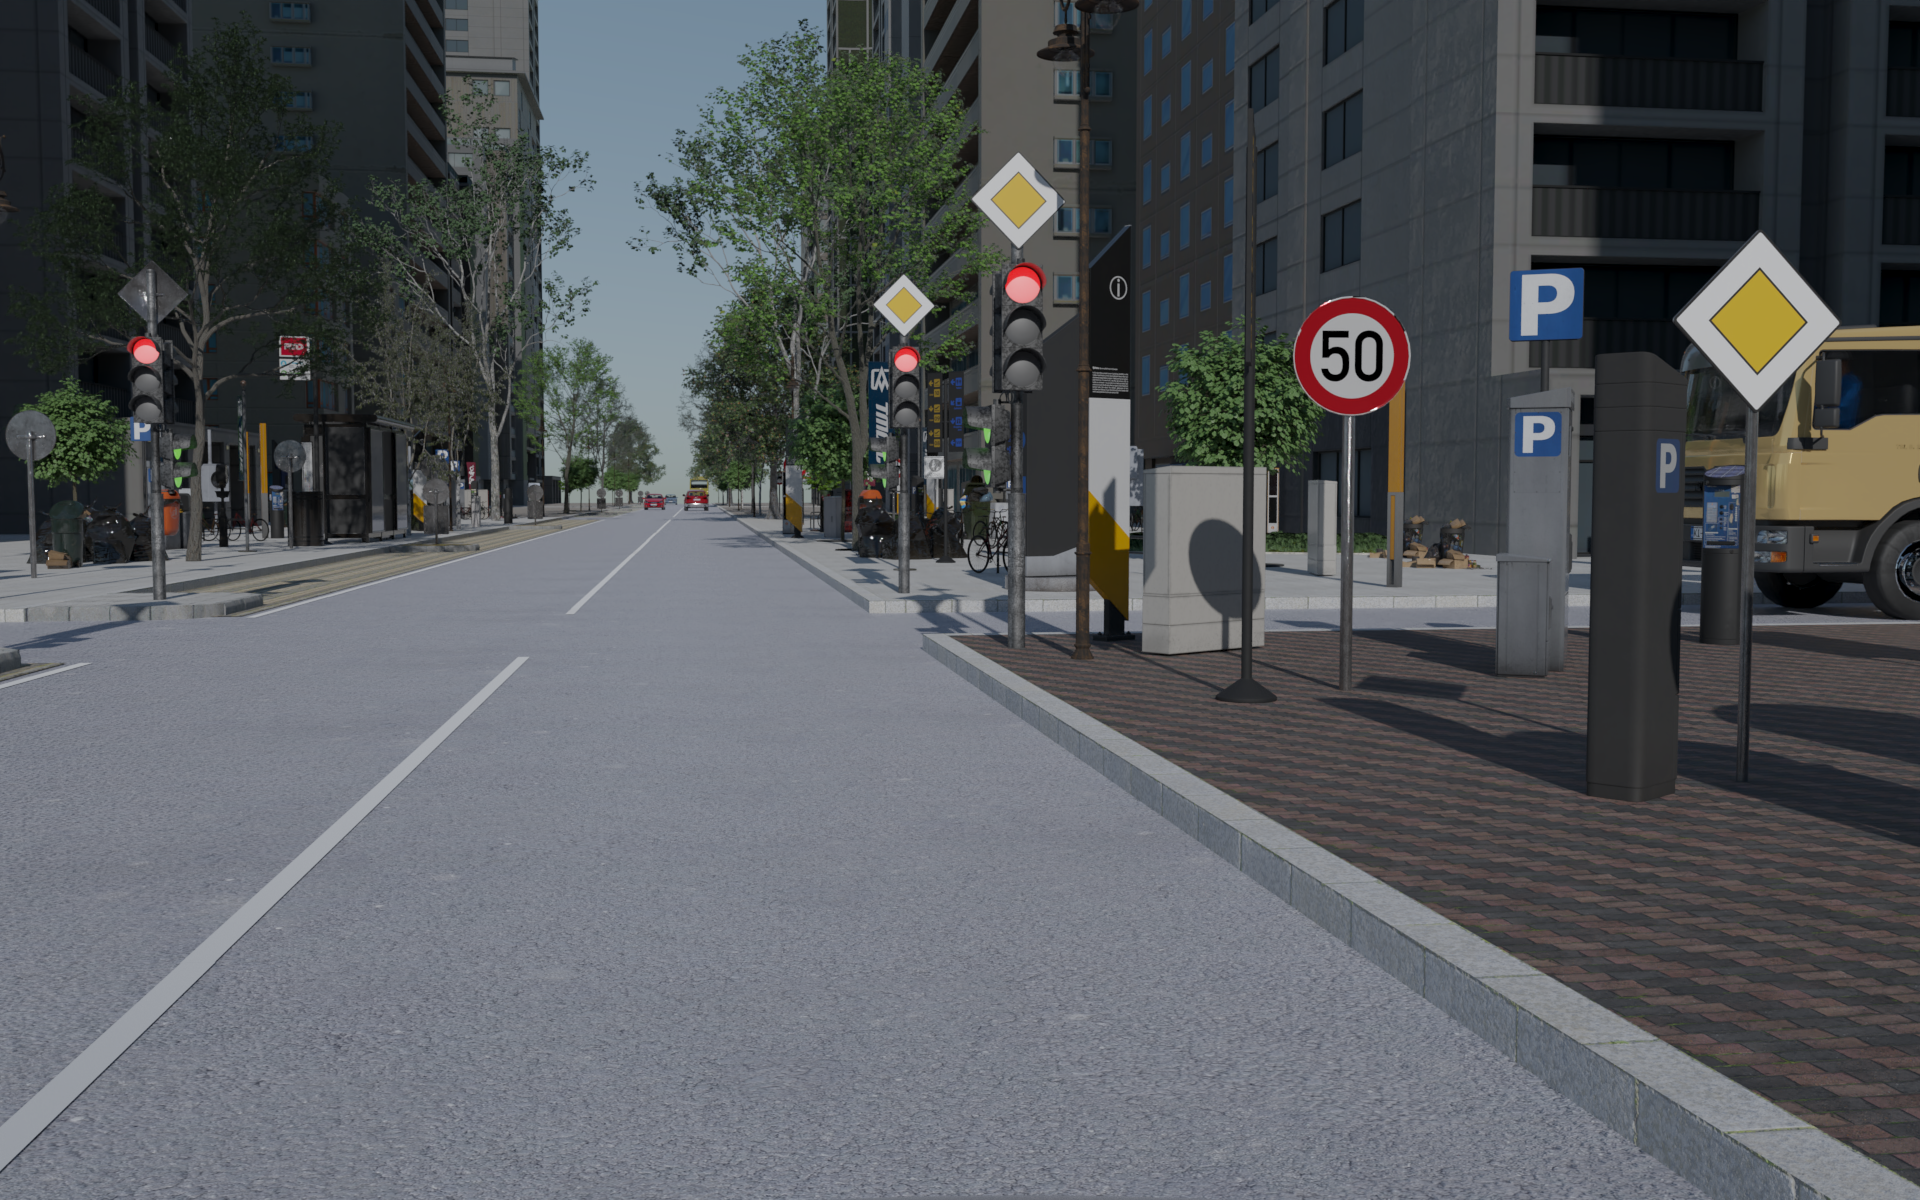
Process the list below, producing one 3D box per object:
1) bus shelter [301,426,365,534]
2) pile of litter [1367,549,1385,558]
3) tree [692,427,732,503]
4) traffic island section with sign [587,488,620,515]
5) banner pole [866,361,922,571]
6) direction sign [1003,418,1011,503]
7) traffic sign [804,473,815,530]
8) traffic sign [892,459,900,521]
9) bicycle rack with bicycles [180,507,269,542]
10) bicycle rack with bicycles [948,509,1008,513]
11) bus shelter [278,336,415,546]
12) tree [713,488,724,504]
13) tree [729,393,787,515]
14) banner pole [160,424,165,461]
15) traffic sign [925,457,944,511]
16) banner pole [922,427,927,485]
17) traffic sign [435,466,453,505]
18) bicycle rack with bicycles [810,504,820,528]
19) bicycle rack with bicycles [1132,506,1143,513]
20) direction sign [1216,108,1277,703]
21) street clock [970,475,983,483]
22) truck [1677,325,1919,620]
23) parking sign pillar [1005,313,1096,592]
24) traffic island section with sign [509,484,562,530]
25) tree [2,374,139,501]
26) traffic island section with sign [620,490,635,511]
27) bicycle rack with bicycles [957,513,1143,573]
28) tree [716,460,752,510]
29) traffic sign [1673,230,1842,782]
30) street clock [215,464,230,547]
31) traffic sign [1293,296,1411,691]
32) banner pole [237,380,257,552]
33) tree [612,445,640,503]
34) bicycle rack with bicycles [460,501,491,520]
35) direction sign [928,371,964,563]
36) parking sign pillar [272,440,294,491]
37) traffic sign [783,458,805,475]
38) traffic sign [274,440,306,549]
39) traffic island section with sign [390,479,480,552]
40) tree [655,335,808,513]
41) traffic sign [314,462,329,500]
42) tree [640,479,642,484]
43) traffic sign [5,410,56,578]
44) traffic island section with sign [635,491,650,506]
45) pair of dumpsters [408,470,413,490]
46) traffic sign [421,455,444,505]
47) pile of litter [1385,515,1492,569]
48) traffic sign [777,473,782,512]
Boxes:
[{"bbox_3d":[-20.637,-4.107,58.439,1.731,3.624,6.357,-1,4,-9],"label":"bus shelter"},{"bbox_3d":[8.946,-1.262,34.606,1.176,0.858,1.719,-2,4,-29],"label":"pile of litter"},{"bbox_3d":[-26.764,-17.142,198.391,7.486,12.596,7.792,0,3,0],"label":"tree"},{"bbox_3d":[-24.613,-6.763,119.208,1.989,1.847,2.006,-1,4,-9],"label":"traffic island section with sign"},{"bbox_3d":[-1.145,-2.378,28.902,0.863,3.779,0.401,-1,4,-18],"label":"banner pole"},{"bbox_3d":[1.314,-3.643,51.564,0.379,3.537,0.876,2,4,34],"label":"direction sign"},{"bbox_3d":[-5.135,-3.714,60.728,0.884,2.594,0.081,0,4,1],"label":"traffic sign"},{"bbox_3d":[-2.294,-3.656,59.889,0.768,2.556,0.104,0,4,-1],"label":"traffic sign"},{"bbox_3d":[-20.437,-2.023,46.452,2.925,0.926,2.852,2,4,29],"label":"bicycle rack with bicycles"},{"bbox_3d":[0.631,-1.718,41.464,2.852,0.926,2.925,-1,4,-14],"label":"bicycle rack with bicycles"},{"bbox_3d":[-16.500,-4.218,46.591,2.179,5.291,8.768,-1,4,-8],"label":"bus shelter"},{"bbox_3d":[-29.972,-16.483,219.867,4.737,8.622,4.395,0,3,0],"label":"tree"},{"bbox_3d":[-11.924,-9.397,104.000,4.360,8.622,3.978,0,3,0],"label":"tree"},{"bbox_3d":[-24.901,-3.914,54.008,0.863,3.779,0.401,3,4,38],"label":"banner pole"},{"bbox_3d":[-0.672,-2.747,47.040,0.606,2.300,0.079,0,4,-6],"label":"traffic sign"},{"bbox_3d":[-1.184,-4.104,57.110,0.863,3.779,0.401,3,5,41],"label":"banner pole"},{"bbox_3d":[-20.202,-4.129,67.515,0.884,2.594,0.081,0,4,-6],"label":"traffic sign"},{"bbox_3d":[-4.303,-3.185,65.459,2.852,0.926,2.925,1,4,19],"label":"bicycle rack with bicycles"},{"bbox_3d":[7.172,-2.666,56.966,2.852,0.926,2.925,1,4,17],"label":"bicycle rack with bicycles"},{"bbox_3d":[1.785,-1.143,10.691,0.379,3.537,0.876,1,4,11],"label":"direction sign"},{"bbox_3d":[0.629,-3.739,65.703,0.471,2.002,0.358,0,4,-7],"label":"street clock"},{"bbox_3d":[12.828,-1.535,21.020,9.791,3.379,3.469,-1,4,-8],"label":"truck"},{"bbox_3d":[1.330,-2.130,23.297,1.447,3.967,1.447,-2,4,-31],"label":"parking sign pillar"},{"bbox_3d":[-17.214,-3.774,70.339,1.989,1.847,2.006,-1,4,-9],"label":"traffic island section with sign"},{"bbox_3d":[-24.447,-3.906,47.571,4.285,4.588,4.351,0,3,0],"label":"tree"},{"bbox_3d":[-28.724,-8.425,146.380,1.989,1.847,2.006,-1,4,-9],"label":"traffic island section with sign"},{"bbox_3d":[1.769,-0.860,27.450,2.852,0.926,2.925,-2,4,-28],"label":"bicycle rack with bicycles"},{"bbox_3d":[-18.222,-9.783,143.663,4.285,4.588,4.351,0,3,0],"label":"tree"},{"bbox_3d":[3.494,-0.397,7.670,0.795,2.450,0.064,0,4,-8],"label":"traffic sign"},{"bbox_3d":[-17.843,-2.284,41.916,0.358,2.002,0.471,-1,4,-15],"label":"street clock"},{"bbox_3d":[2.520,-0.681,11.247,0.768,2.556,0.104,0,4,-3],"label":"traffic sign"},{"bbox_3d":[-15.921,-2.963,38.462,0.401,3.779,0.863,-2,4,-35],"label":"banner pole"},{"bbox_3d":[-46.503,-17.806,241.486,4.360,8.622,3.978,0,3,0],"label":"tree"},{"bbox_3d":[-24.429,-4.480,86.636,2.925,0.926,2.852,-3,4,-36],"label":"bicycle rack with bicycles"},{"bbox_3d":[-0.267,-2.461,32.234,0.876,3.537,0.379,3,5,41],"label":"direction sign"},{"bbox_3d":[-33.762,-5.989,86.393,1.447,3.967,1.447,1,4,8],"label":"parking sign pillar"},{"bbox_3d":[-5.120,-3.297,54.005,0.768,2.556,0.104,0,4,-1],"label":"traffic sign"},{"bbox_3d":[-15.748,-2.484,40.715,0.768,2.556,0.104,0,4,0],"label":"traffic sign"},{"bbox_3d":[-13.151,-2.132,43.478,1.989,1.847,2.006,-1,4,-9],"label":"traffic island section with sign"},{"bbox_3d":[-13.860,-12.547,115.515,12.009,13.543,11.850,0,3,0],"label":"tree"},{"bbox_3d":[-19.696,-3.308,54.084,0.884,2.594,0.081,0,4,-8],"label":"traffic sign"},{"bbox_3d":[-43.976,-15.115,230.849,4.285,4.588,4.351,0,3,0],"label":"tree"},{"bbox_3d":[-14.113,-1.603,26.317,0.768,2.556,0.104,0,4,0],"label":"traffic sign"},{"bbox_3d":[-37.009,-11.774,201.136,1.989,1.847,2.006,-1,4,-9],"label":"traffic island section with sign"},{"bbox_3d":[-21.879,-3.938,66.880,1.574,2.255,4.437,-1,4,-8],"label":"pair of dumpsters"},{"bbox_3d":[-17.346,-3.476,56.936,0.768,2.556,0.104,0,4,1],"label":"traffic sign"},{"bbox_3d":[8.427,-0.986,30.082,1.176,0.858,1.719,-1,4,-21],"label":"pile of litter"},{"bbox_3d":[-9.941,-5.826,95.358,0.768,2.556,0.104,0,4,-8],"label":"traffic sign"}]
